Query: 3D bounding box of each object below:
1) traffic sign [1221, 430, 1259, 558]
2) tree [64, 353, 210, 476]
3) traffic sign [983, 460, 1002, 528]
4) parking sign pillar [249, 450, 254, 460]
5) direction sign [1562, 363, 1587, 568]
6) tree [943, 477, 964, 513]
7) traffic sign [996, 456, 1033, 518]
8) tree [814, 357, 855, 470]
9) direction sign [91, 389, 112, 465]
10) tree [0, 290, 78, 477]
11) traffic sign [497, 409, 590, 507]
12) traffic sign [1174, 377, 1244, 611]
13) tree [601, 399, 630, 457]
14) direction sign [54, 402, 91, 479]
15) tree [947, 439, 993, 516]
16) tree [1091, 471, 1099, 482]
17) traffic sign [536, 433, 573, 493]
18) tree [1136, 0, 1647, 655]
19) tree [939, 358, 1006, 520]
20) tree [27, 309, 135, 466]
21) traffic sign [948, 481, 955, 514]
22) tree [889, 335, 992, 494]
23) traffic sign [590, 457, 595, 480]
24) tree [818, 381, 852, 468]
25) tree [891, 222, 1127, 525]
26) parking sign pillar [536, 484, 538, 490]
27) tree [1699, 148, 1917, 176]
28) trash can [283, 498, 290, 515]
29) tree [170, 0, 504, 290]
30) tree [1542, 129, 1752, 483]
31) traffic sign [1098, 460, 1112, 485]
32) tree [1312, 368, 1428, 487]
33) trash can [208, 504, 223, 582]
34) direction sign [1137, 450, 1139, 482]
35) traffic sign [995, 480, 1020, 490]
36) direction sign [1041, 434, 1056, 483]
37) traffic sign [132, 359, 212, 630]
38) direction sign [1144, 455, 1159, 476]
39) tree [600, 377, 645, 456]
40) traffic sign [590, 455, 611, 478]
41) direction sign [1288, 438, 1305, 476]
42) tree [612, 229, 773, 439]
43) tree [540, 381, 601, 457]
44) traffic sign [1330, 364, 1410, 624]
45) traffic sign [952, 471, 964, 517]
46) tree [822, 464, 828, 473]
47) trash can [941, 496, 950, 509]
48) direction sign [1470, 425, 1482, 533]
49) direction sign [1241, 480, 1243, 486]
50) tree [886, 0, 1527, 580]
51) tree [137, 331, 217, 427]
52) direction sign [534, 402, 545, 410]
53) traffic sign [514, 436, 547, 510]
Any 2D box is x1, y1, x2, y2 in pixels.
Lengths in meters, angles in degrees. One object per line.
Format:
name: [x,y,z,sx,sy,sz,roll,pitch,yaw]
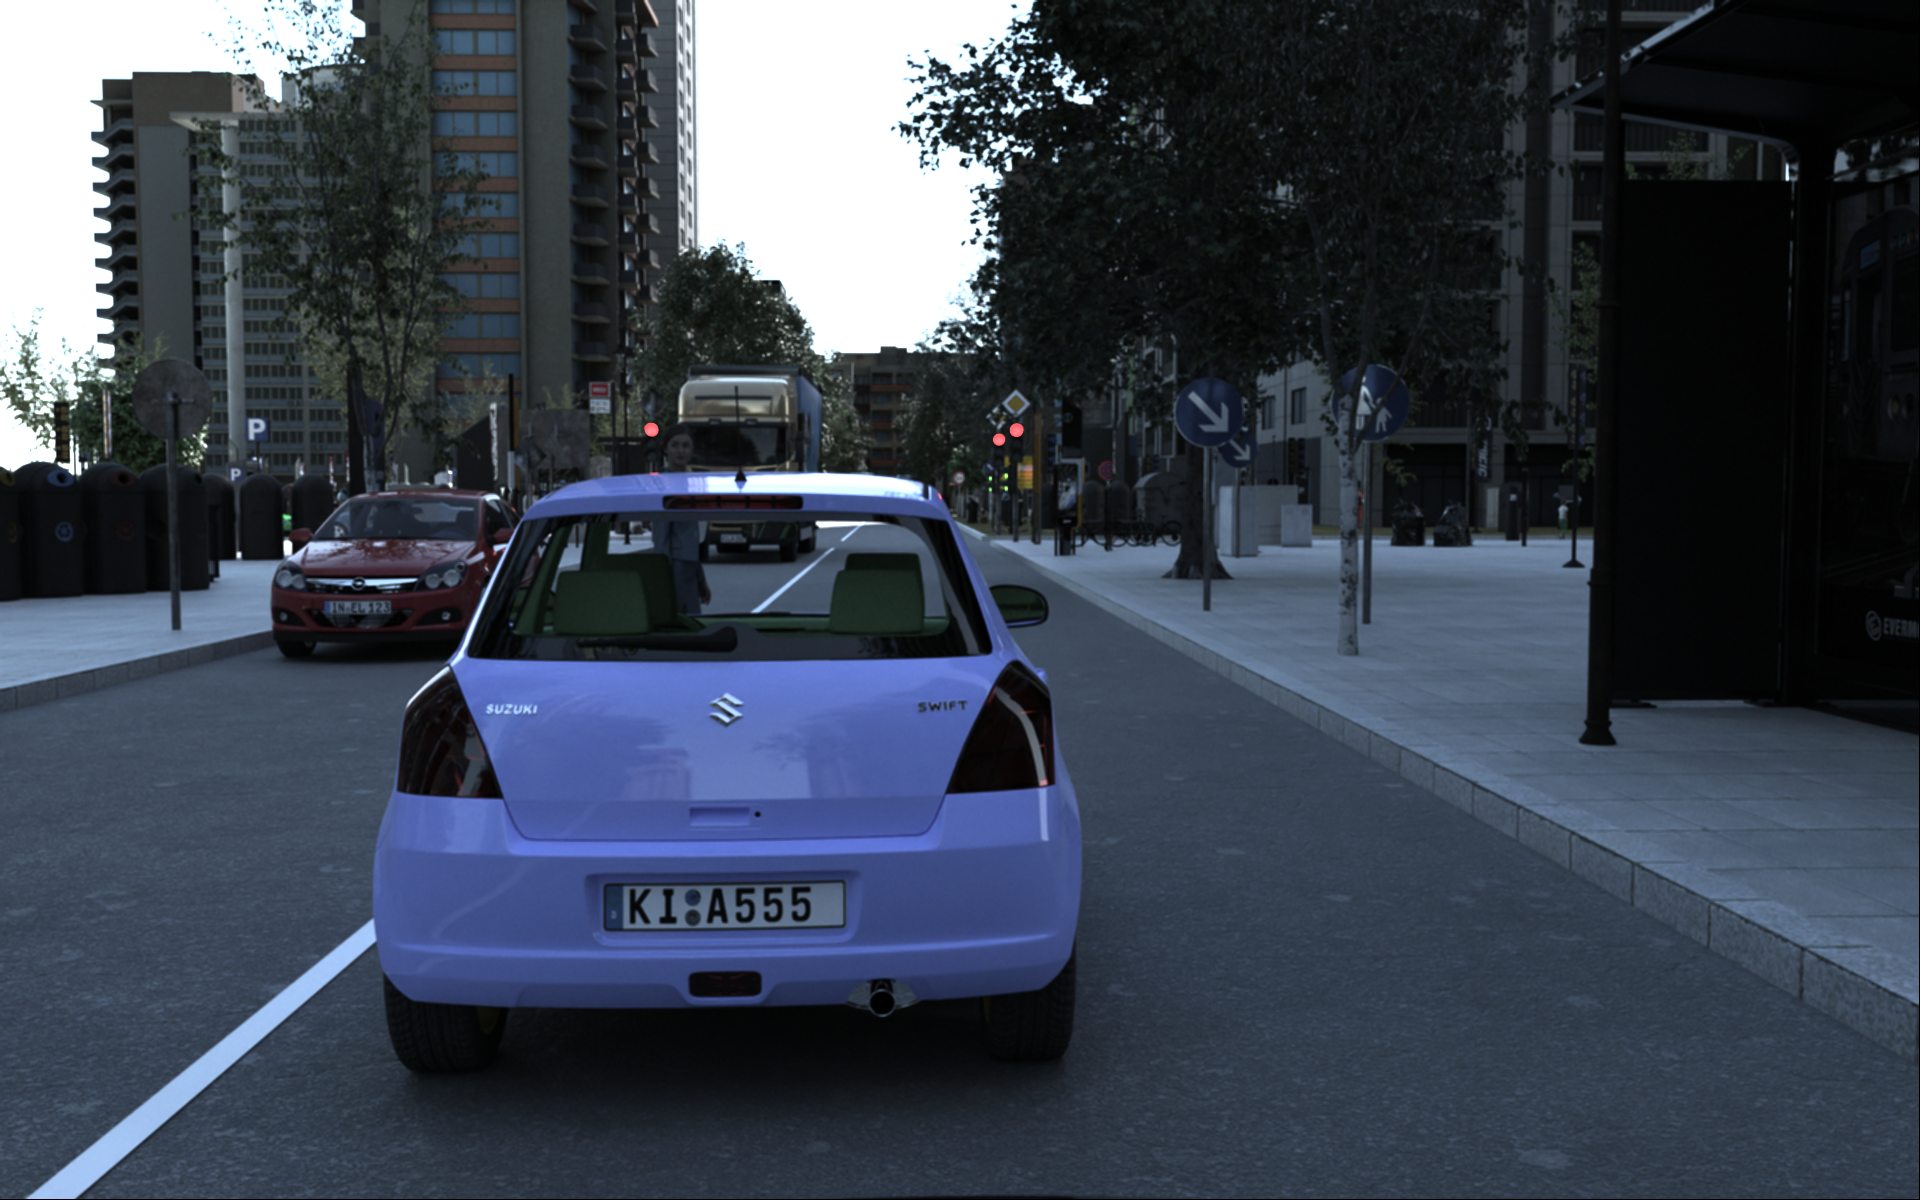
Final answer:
traffic sign: [5.555,-2.107,34.554,0.768,2.556,0.104,0,3,0]
tree: [-19.255,-3.489,40.752,4.285,4.588,4.351,0,3,0]
traffic sign: [1.234,-3.943,64.580,0.768,2.556,0.104,0,4,0]
parking sign pillar: [-42.732,-7.072,104.093,1.447,3.967,1.447,-1,4,-11]
direction sign: [10.748,-2.338,30.229,0.379,3.537,0.876,3,4,37]
tree: [-0.134,-7.677,120.118,1.663,3.219,1.824,0,3,0]
traffic sign: [3.021,-5.983,91.693,2.265,3.308,0.079,0,4,3]
tree: [-11.827,-11.939,120.950,9.928,11.665,9.643,0,3,0]
direction sign: [-18.604,-2.803,37.823,0.379,3.537,0.876,-1,4,-16]
tree: [-33.442,-6.885,62.926,4.737,8.622,4.395,0,3,0]
traffic sign: [-10.017,-2.924,41.683,2.265,3.308,0.079,0,4,5]
traffic sign: [2.719,-1.156,19.000,0.768,2.556,0.104,0,4,1]
tree: [-25.475,-10.769,126.440,4.737,8.622,4.395,0,3,0]
direction sign: [-21.816,-3.101,42.705,0.876,3.537,0.379,-1,4,-9]
tree: [0.703,-7.314,103.299,4.285,4.588,4.351,0,3,0]
tree: [9.208,-8.001,125.424,1.663,3.219,1.824,0,3,0]
traffic sign: [-8.645,-2.245,36.702,0.884,2.594,0.081,0,4,0]
tree: [3.102,-3.852,13.343,4.360,8.622,3.978,0,3,0]
tree: [1.359,-8.346,86.824,4.360,8.622,3.978,0,3,0]
tree: [-34.452,-7.221,68.422,4.360,8.622,3.978,0,3,0]
traffic sign: [-0.326,-6.725,109.964,0.884,2.594,0.081,0,4,6]
tree: [-1.845,-21.068,200.347,12.611,20.169,13.585,0,3,0]
traffic sign: [-12.765,-3.653,59.837,0.768,2.556,0.104,0,4,5]
tree: [-11.749,-12.093,132.138,7.601,10.594,8.767,-1,4,-19]
tree: [2.380,-9.948,73.022,12.009,13.543,11.850,0,3,0]
parking sign pillar: [-26.144,-7.216,106.453,1.447,3.967,1.447,-3,5,-45]
tree: [14.604,-4.795,28.763,4.360,8.622,3.978,0,3,0]
trash can: [-24.695,-3.133,62.870,0.748,1.137,0.748,0,3,0]
tree: [-7.774,-4.409,22.452,4.360,8.622,3.978,0,3,0]
tree: [13.823,-5.162,34.754,4.737,8.622,4.395,0,3,0]
traffic sign: [5.597,-3.995,65.425,0.768,2.556,0.104,0,4,0]
tree: [14.415,-6.752,60.756,4.737,8.622,4.395,0,3,0]
trash can: [-11.145,-0.833,25.269,0.748,1.137,0.748,0,3,0]
direction sign: [9.192,-5.993,89.990,0.379,3.537,0.876,0,4,0]
traffic sign: [2.946,-7.325,113.629,2.265,3.308,0.079,0,4,2]
direction sign: [3.202,-4.497,65.518,0.876,3.537,0.379,1,4,15]
traffic sign: [-7.416,-0.991,16.314,0.768,2.556,0.104,0,4,3]
direction sign: [11.041,-6.589,99.733,0.876,3.537,0.379,2,4,24]
tree: [-20.203,-9.540,106.338,4.360,8.622,3.978,0,3,0]
traffic sign: [-11.805,-3.464,56.742,0.768,2.556,0.104,0,4,3]
direction sign: [13.560,-4.764,69.882,0.876,3.537,0.379,-2,4,-33]
tree: [-10.542,-9.697,75.548,9.611,12.733,9.660,0,3,0]
tree: [-26.142,-9.942,112.918,4.737,8.622,4.395,0,3,0]
traffic sign: [4.022,-1.037,17.060,0.768,2.556,0.104,0,4,7]
traffic sign: [-0.037,-5.915,96.818,0.768,2.556,0.104,0,4,6]
tree: [-12.318,-9.588,140.473,4.285,4.588,4.351,0,3,0]
trash can: [-1.055,-6.820,123.161,0.748,1.137,0.748,0,3,0]
direction sign: [16.968,-3.965,56.831,0.876,3.537,0.379,-3,5,-45]
direction sign: [6.435,-2.907,39.525,0.379,3.537,0.876,1,4,14]
tree: [3.693,-6.662,25.927,9.611,12.733,9.660,0,3,0]
tree: [-35.617,-7.747,77.022,4.737,8.622,4.395,0,3,0]
direction sign: [-10.425,-3.122,43.037,0.379,3.537,0.876,-2,4,-29]
traffic sign: [-8.616,-2.040,34.541,0.795,2.450,0.064,0,4,4]
